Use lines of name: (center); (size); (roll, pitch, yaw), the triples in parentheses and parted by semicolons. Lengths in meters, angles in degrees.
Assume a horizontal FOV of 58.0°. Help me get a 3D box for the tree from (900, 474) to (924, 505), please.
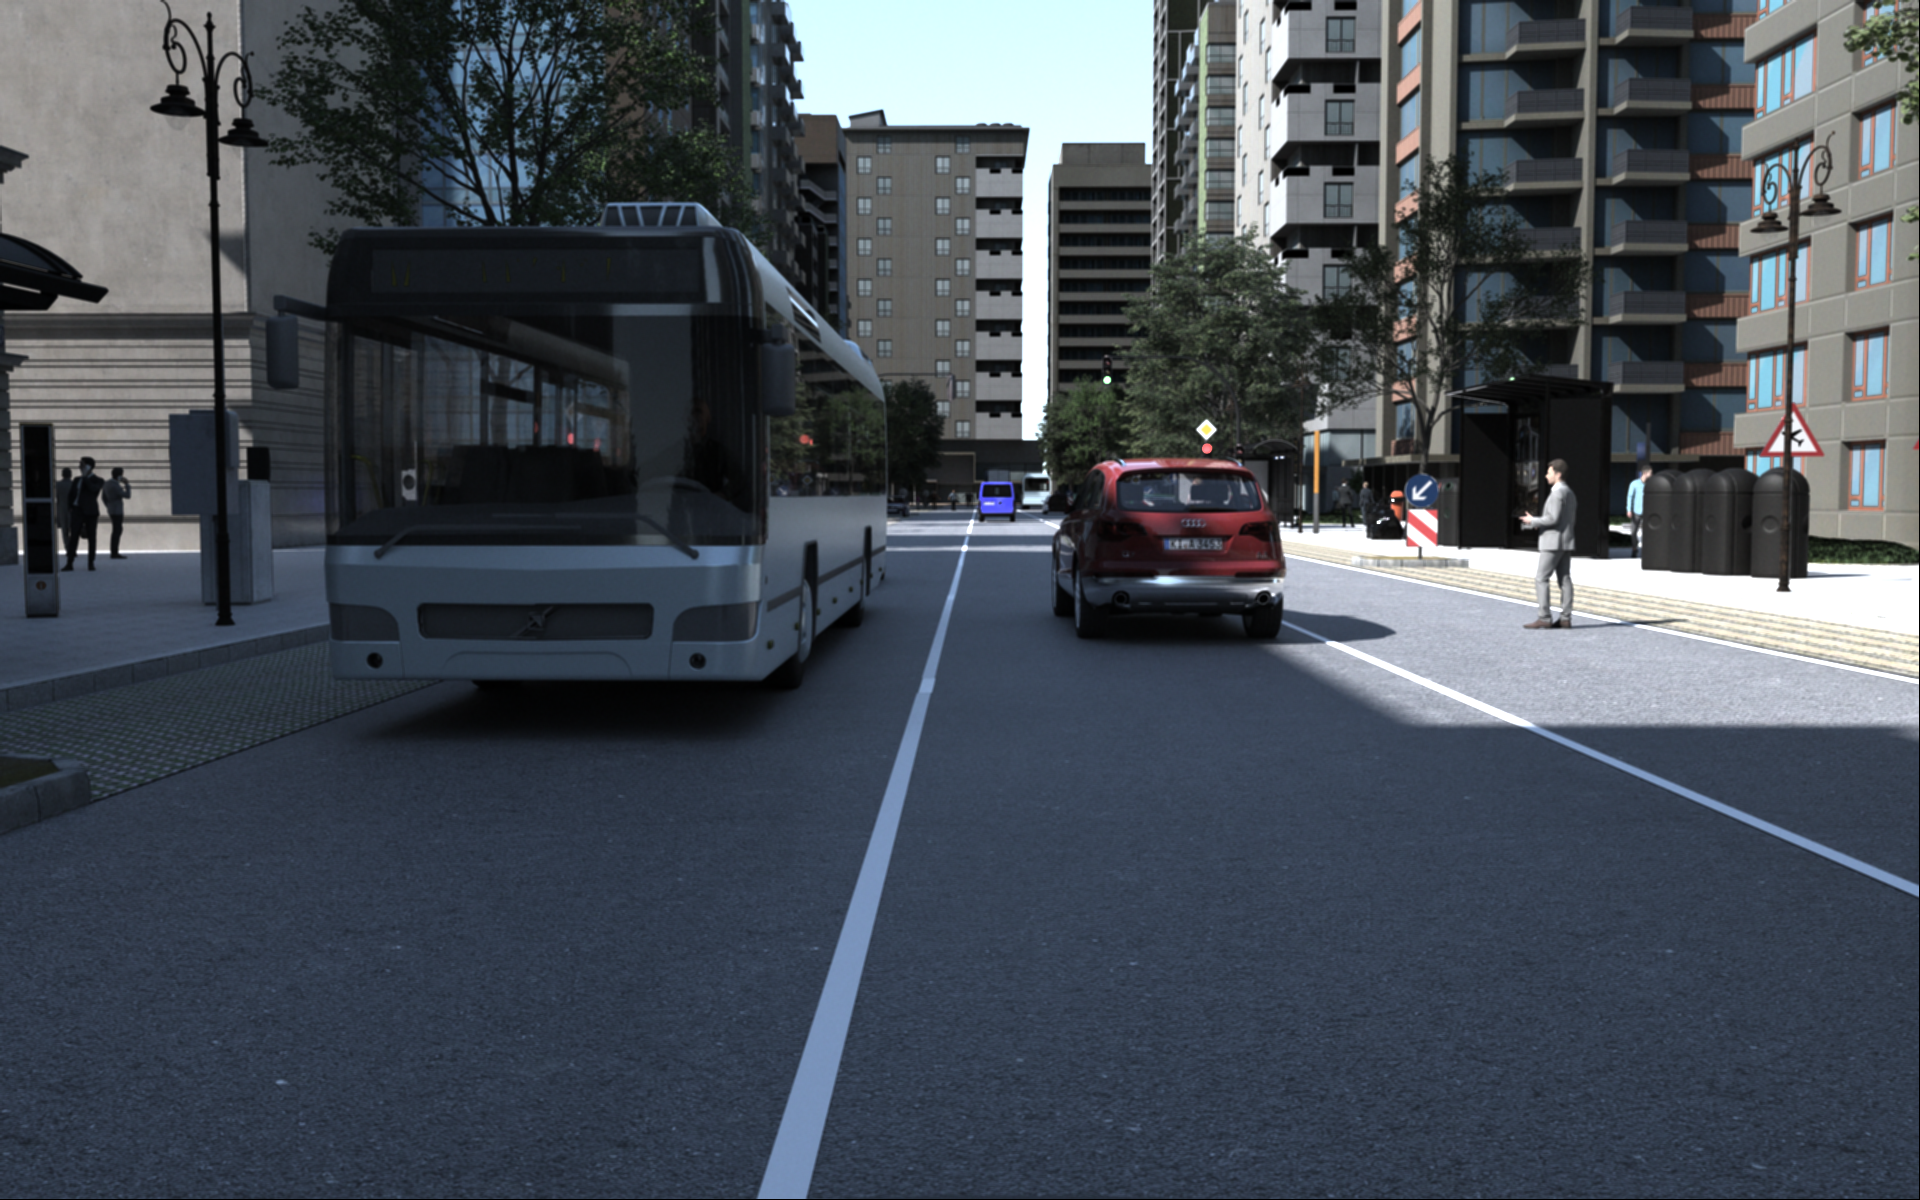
tree: (-5.628, -13.680, 207.374); (4.285, 4.588, 4.351); (0, 3, 0)

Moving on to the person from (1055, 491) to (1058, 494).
person: (9.502, -9.863, 170.423); (0.621, 1.740, 0.551); (3, 5, 41)

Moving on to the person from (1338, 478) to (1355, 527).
person: (14.926, -3.761, 66.898); (0.648, 1.900, 0.474); (1, 4, 23)

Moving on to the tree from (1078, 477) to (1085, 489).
tree: (12.708, -10.796, 171.108); (1.663, 3.219, 1.824); (0, 3, 0)

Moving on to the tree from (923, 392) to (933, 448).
tree: (-6.419, -13.910, 153.178); (9.928, 11.665, 9.643); (0, 3, 0)

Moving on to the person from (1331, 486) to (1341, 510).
person: (23.830, -6.323, 109.914); (0.515, 1.767, 0.782); (-1, 4, -12)

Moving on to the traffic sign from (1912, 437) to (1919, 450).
traffic sign: (11.850, -1.268, 20.742); (0.884, 2.594, 0.081); (0, 4, 8)

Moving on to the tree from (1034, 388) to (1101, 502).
tree: (13.420, -18.411, 207.670); (9.857, 13.997, 8.962); (0, 3, 0)

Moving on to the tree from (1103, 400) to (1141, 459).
tree: (13.196, -11.338, 135.743); (4.737, 8.622, 4.395); (0, 3, 0)

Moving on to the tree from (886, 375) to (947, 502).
tree: (-5.843, -17.140, 186.900); (9.857, 13.997, 8.962); (0, 3, 0)

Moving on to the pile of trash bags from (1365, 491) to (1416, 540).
pile of trash bags: (12.668, -2.461, 49.985); (1.912, 1.369, 3.447); (1, 4, 11)

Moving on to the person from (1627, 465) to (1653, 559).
person: (13.482, -1.727, 34.144); (0.638, 1.841, 0.748); (1, 4, 21)

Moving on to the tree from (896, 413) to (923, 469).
tree: (-6.998, -12.591, 140.283); (8.767, 10.594, 7.601); (-2, 4, -28)

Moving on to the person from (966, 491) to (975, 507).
person: (1.118, -10.976, 188.515); (0.990, 1.755, 0.434); (-1, 4, -8)

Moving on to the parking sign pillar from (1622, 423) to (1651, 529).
parking sign pillar: (25.619, -4.675, 64.910); (1.447, 3.967, 1.447); (1, 4, 22)

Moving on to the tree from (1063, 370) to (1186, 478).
tree: (13.325, -11.614, 124.302); (7.601, 10.594, 8.767); (-3, 4, -39)

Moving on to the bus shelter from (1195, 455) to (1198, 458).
bus shelter: (12.398, -5.888, 90.198); (2.014, 3.302, 5.546); (0, 4, 1)

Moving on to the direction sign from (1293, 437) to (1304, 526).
direction sign: (13.514, -4.729, 69.308); (0.379, 3.537, 0.876); (3, 4, 38)

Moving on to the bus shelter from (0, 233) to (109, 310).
bus shelter: (-7.610, -1.026, 10.700); (2.014, 3.302, 5.546); (0, 4, 0)

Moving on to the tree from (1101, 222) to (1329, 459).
tree: (12.159, -10.640, 80.619); (9.857, 13.997, 8.962); (0, 3, 0)

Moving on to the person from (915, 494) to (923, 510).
person: (-3.644, -8.605, 152.408); (0.599, 1.433, 0.991); (-3, 5, -42)

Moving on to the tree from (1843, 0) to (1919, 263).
tree: (11.425, -5.892, 14.456); (7.486, 12.596, 7.792); (0, 3, 0)

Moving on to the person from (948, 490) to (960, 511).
person: (-0.546, -8.630, 149.588); (1.348, 1.826, 0.705); (-3, 5, -44)

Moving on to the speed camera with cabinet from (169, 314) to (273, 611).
speed camera with cabinet: (-8.434, -1.556, 19.781); (0.660, 3.252, 2.038); (0, 4, -8)

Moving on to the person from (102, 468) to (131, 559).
person: (-16.770, -1.727, 34.460); (0.473, 1.802, 0.592); (-3, 4, -37)

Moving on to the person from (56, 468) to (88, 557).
person: (-18.243, -1.797, 35.521); (0.694, 1.812, 0.767); (-1, 4, -14)

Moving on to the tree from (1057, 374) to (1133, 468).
tree: (12.097, -13.706, 149.844); (9.928, 11.665, 9.643); (0, 3, 0)

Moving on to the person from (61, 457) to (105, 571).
person: (-14.676, -1.443, 28.990); (0.648, 1.900, 0.474); (0, 4, -5)

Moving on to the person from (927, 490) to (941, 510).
person: (-2.281, -8.772, 152.444); (1.217, 1.766, 0.721); (1, 4, 17)

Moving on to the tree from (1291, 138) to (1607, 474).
tree: (12.456, -6.828, 46.048); (8.767, 10.594, 7.601); (-2, 4, -31)

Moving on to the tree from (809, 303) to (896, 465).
tree: (-7.523, -8.733, 77.201); (7.601, 10.594, 8.767); (-1, 4, -13)

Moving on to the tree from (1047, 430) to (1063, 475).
tree: (13.044, -14.958, 178.976); (8.767, 10.594, 7.601); (-2, 4, -24)

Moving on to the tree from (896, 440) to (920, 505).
tree: (-5.402, -15.198, 198.843); (4.360, 8.622, 3.978); (0, 3, 0)

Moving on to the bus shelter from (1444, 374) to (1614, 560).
bus shelter: (11.999, -2.793, 36.946); (1.731, 3.624, 6.357); (0, 4, 0)

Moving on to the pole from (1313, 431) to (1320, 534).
pole: (11.512, -3.795, 55.887); (0.158, 3.312, 0.155); (0, 3, 0)

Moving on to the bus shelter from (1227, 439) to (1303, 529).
bus shelter: (11.662, -4.452, 66.706); (2.014, 3.302, 5.546); (0, 4, 1)

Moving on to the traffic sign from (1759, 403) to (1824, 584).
traffic sign: (11.837, -1.511, 24.706); (0.884, 2.594, 0.081); (0, 4, 6)

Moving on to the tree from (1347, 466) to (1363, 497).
tree: (25.711, -7.133, 111.224); (1.663, 3.219, 1.824); (0, 3, 0)

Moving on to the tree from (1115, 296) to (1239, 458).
tree: (12.882, -11.076, 99.211); (7.486, 12.596, 7.792); (0, 3, 0)

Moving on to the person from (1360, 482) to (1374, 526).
person: (16.513, -3.905, 70.307); (0.576, 1.772, 0.534); (-1, 4, -17)

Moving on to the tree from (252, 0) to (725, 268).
tree: (-7.131, -6.191, 26.979); (9.928, 11.665, 9.643); (0, 3, 0)

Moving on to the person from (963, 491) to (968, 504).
person: (0.861, -12.145, 207.584); (1.217, 1.766, 0.721); (-1, 4, -14)

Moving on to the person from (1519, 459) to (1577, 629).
person: (6.300, -0.601, 18.523); (0.583, 1.804, 0.606); (2, 4, 34)
